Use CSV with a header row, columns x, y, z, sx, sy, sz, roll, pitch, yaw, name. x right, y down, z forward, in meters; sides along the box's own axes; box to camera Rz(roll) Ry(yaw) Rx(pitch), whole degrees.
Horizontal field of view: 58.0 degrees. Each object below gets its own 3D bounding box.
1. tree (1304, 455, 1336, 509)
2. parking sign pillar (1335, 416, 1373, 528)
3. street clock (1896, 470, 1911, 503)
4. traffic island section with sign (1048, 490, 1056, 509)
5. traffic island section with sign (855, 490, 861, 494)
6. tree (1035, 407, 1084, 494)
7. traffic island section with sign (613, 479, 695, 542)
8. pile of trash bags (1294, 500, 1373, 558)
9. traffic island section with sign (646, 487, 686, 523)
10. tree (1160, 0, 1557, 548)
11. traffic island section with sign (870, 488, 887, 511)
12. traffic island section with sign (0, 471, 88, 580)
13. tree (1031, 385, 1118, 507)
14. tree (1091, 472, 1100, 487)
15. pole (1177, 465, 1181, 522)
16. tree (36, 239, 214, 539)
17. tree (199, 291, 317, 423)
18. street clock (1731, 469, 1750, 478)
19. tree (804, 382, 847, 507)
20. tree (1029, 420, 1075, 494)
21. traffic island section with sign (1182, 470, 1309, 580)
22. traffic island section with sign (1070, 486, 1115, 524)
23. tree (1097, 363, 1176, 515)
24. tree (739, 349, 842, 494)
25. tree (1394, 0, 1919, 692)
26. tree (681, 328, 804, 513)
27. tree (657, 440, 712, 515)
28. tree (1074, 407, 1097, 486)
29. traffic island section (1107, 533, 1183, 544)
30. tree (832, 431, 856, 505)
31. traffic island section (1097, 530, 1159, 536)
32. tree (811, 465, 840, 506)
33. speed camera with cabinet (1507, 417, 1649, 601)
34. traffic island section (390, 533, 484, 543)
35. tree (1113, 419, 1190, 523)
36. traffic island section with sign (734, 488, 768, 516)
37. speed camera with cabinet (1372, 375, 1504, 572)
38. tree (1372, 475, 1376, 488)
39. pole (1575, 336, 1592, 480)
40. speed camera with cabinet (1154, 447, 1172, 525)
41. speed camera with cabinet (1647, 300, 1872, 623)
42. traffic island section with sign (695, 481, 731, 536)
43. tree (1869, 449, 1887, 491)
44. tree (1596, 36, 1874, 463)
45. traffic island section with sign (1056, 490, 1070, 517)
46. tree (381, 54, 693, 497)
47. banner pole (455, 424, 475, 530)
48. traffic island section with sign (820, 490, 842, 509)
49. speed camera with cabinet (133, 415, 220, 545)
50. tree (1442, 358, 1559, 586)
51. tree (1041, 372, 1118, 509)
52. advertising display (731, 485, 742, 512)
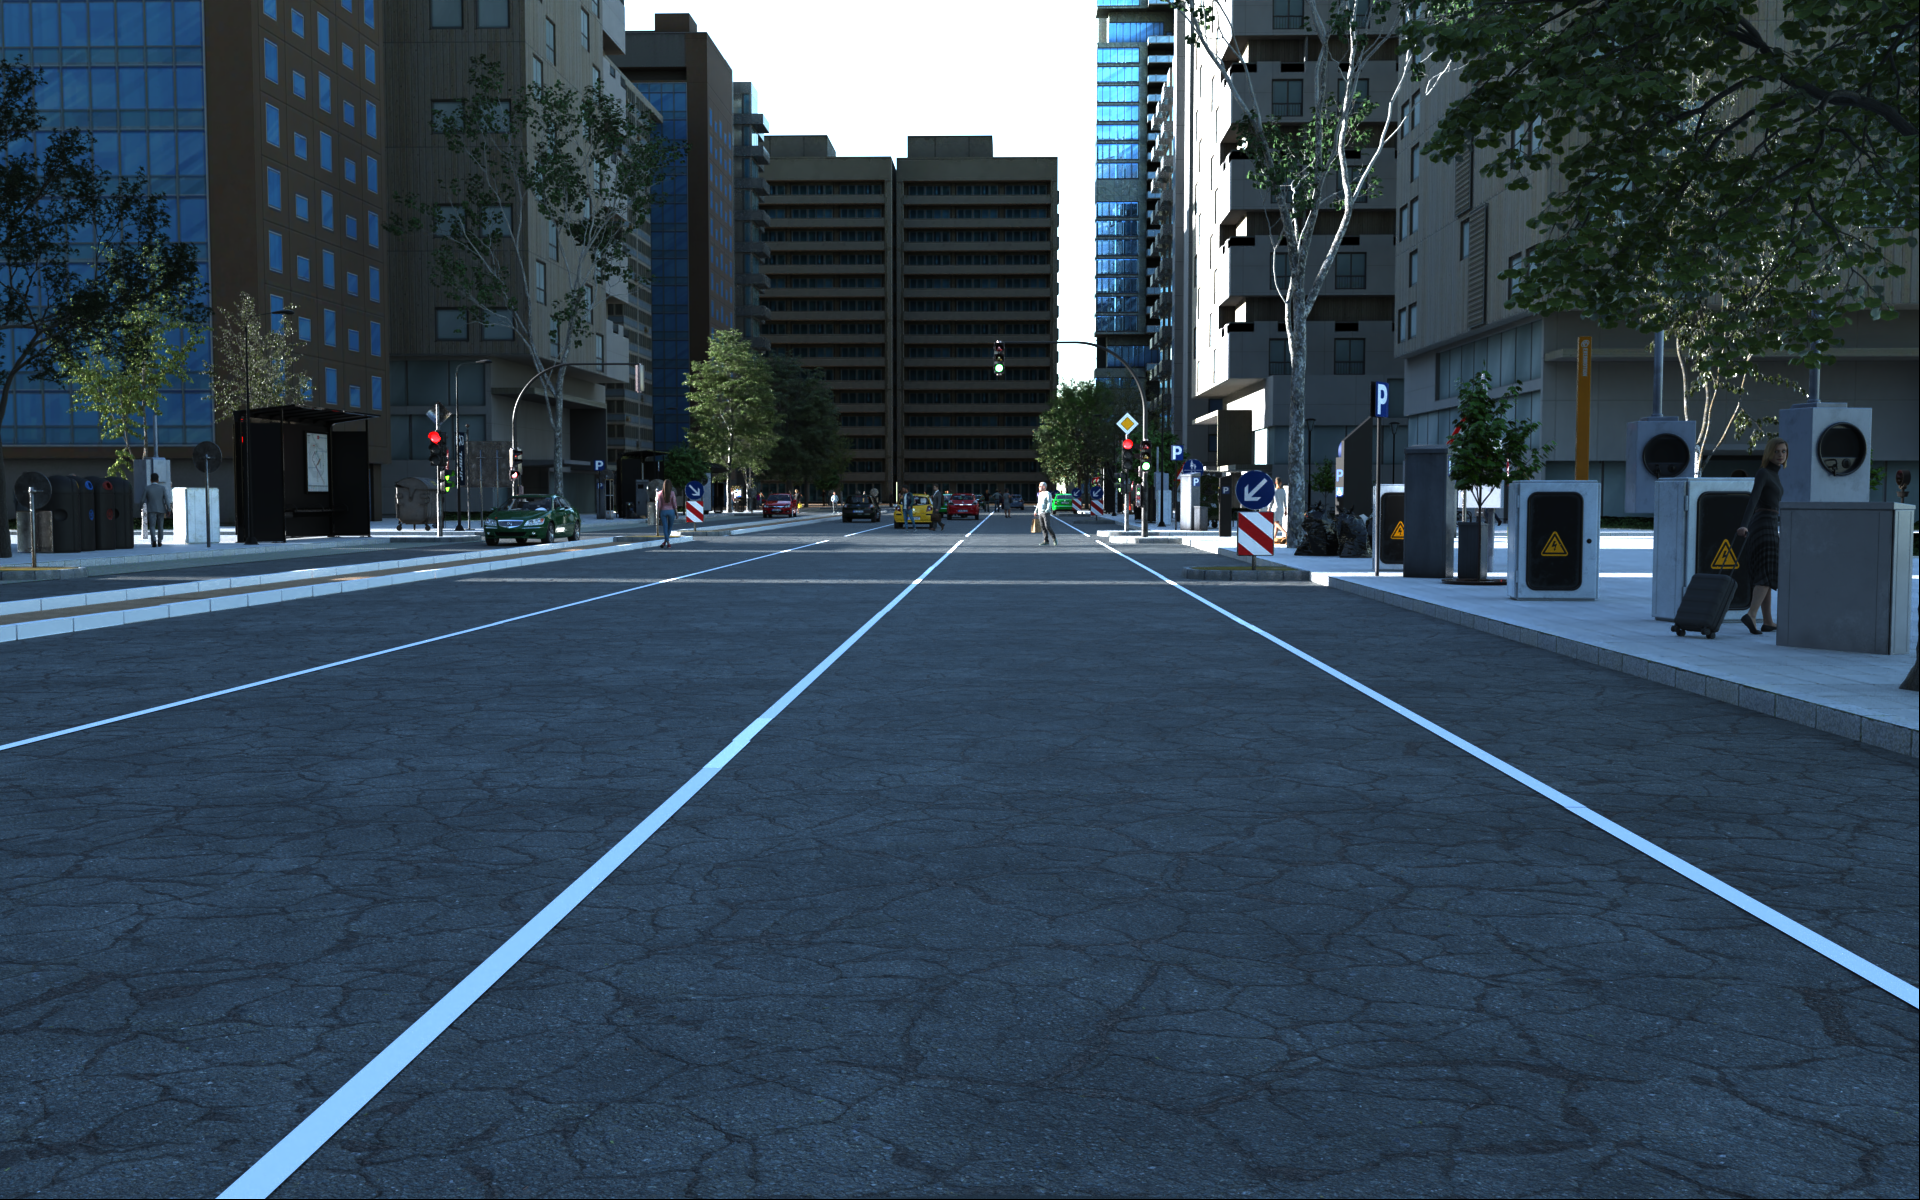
x,y,z,sx,sy,sz,roll,pitch,yaw,name
18.059,-5.550,85.346,1.663,3.219,1.824,0,3,0,tree
13.518,-4.341,59.444,1.447,3.967,1.447,-2,4,-30,parking sign pillar
27.962,-2.863,51.386,0.358,2.002,0.471,0,4,4,street clock
9.732,-10.988,188.275,1.989,1.847,2.006,0,4,2,traffic island section with sign
-11.154,-11.079,189.768,1.989,1.847,2.006,0,4,2,traffic island section with sign
12.447,-17.799,209.147,7.486,12.596,7.792,0,3,0,tree
-9.268,-2.703,52.337,2.006,1.907,1.989,0,4,2,traffic island section with sign
8.418,-1.565,35.345,1.912,1.369,3.447,-2,4,-28,pile of trash bags
-14.359,-4.708,85.605,1.989,1.847,2.006,0,4,2,traffic island section with sign
9.433,-11.277,40.273,12.611,20.169,13.585,0,3,0,tree
-6.729,-7.750,134.844,2.006,1.907,1.989,0,4,2,traffic island section with sign
-16.081,-1.275,29.478,1.989,1.847,2.006,0,4,2,traffic island section with sign
12.048,-15.798,175.298,9.611,12.733,9.660,0,3,0,tree
10.559,-8.218,128.959,1.663,3.219,1.824,0,3,0,tree
10.181,-5.307,80.613,0.158,3.312,0.155,0,3,0,pole
-23.556,-6.048,49.248,4.737,8.622,4.395,0,3,0,tree
-25.123,-6.862,62.560,4.360,8.622,3.978,0,3,0,tree
22.870,-2.828,50.810,0.471,2.002,0.358,3,5,42,street clock
-14.806,-15.444,170.644,7.486,12.596,7.792,0,3,0,tree
12.363,-16.185,199.043,8.767,10.594,7.601,-1,4,-9,tree
4.846,-1.288,29.695,1.989,1.847,2.006,0,4,2,traffic island section with sign
6.519,-4.631,84.353,1.989,1.847,2.006,0,4,2,traffic island section with sign
9.804,-8.884,95.617,4.360,8.622,3.978,0,3,0,tree
-14.933,-14.926,150.697,9.857,13.997,8.962,0,3,0,tree
6.837,-5.668,10.804,7.486,12.596,7.792,0,3,0,tree
-15.543,-12.291,119.091,7.486,12.596,7.792,0,3,0,tree
-16.634,-7.387,104.495,4.285,4.588,4.351,0,3,0,tree
9.393,-9.498,105.646,4.360,8.622,3.978,0,3,0,tree
5.516,-1.796,51.645,2.009,0.180,2.903,0,4,2,traffic island section
-13.611,-15.024,196.002,4.737,8.622,4.395,0,3,0,tree
5.762,-2.284,59.626,2.009,0.180,2.903,0,4,2,traffic island section
-14.300,-12.316,185.075,4.285,4.588,4.351,0,3,0,tree
7.712,-1.622,20.858,2.038,3.252,0.660,0,4,8,speed camera with cabinet
-15.715,-1.836,52.300,2.009,0.180,2.903,0,4,2,traffic island section
8.447,-5.649,76.080,4.285,4.588,4.351,0,3,0,tree
-13.530,-6.356,112.547,1.989,1.847,2.006,0,4,2,traffic island section with sign
7.886,-2.093,28.552,2.038,3.252,0.660,1,4,22,speed camera with cabinet
20.715,-5.879,90.728,1.663,3.219,1.824,0,3,0,tree
8.092,-1.755,22.537,0.158,3.312,0.155,0,3,0,pole
8.397,-4.725,71.592,0.660,3.252,2.038,0,4,2,speed camera with cabinet
8.098,-1.415,17.475,2.038,3.252,0.660,-1,4,-10,speed camera with cabinet
-9.031,-3.156,59.740,2.006,1.907,1.989,0,4,2,traffic island section with sign
33.483,-4.255,64.168,1.663,3.219,1.824,0,3,0,tree
11.801,-4.704,27.273,4.360,8.622,3.978,0,3,0,tree
7.361,-6.279,111.295,1.989,1.847,2.006,0,4,2,traffic island section with sign
-18.390,-13.438,75.601,12.611,20.169,13.585,0,3,0,tree
-17.660,-4.380,61.625,0.401,3.779,0.863,2,4,29,banner pole
-12.018,-9.380,161.983,1.989,1.847,2.006,0,4,2,traffic island section with sign
-20.013,-3.053,44.259,0.660,3.252,2.038,2,4,31,speed camera with cabinet
7.338,-1.834,24.596,1.663,3.219,1.824,0,3,0,tree
10.790,-13.591,147.973,9.928,11.665,9.643,0,3,0,tree
-16.288,-7.409,126.347,0.974,1.923,0.123,2,4,32,advertising display
